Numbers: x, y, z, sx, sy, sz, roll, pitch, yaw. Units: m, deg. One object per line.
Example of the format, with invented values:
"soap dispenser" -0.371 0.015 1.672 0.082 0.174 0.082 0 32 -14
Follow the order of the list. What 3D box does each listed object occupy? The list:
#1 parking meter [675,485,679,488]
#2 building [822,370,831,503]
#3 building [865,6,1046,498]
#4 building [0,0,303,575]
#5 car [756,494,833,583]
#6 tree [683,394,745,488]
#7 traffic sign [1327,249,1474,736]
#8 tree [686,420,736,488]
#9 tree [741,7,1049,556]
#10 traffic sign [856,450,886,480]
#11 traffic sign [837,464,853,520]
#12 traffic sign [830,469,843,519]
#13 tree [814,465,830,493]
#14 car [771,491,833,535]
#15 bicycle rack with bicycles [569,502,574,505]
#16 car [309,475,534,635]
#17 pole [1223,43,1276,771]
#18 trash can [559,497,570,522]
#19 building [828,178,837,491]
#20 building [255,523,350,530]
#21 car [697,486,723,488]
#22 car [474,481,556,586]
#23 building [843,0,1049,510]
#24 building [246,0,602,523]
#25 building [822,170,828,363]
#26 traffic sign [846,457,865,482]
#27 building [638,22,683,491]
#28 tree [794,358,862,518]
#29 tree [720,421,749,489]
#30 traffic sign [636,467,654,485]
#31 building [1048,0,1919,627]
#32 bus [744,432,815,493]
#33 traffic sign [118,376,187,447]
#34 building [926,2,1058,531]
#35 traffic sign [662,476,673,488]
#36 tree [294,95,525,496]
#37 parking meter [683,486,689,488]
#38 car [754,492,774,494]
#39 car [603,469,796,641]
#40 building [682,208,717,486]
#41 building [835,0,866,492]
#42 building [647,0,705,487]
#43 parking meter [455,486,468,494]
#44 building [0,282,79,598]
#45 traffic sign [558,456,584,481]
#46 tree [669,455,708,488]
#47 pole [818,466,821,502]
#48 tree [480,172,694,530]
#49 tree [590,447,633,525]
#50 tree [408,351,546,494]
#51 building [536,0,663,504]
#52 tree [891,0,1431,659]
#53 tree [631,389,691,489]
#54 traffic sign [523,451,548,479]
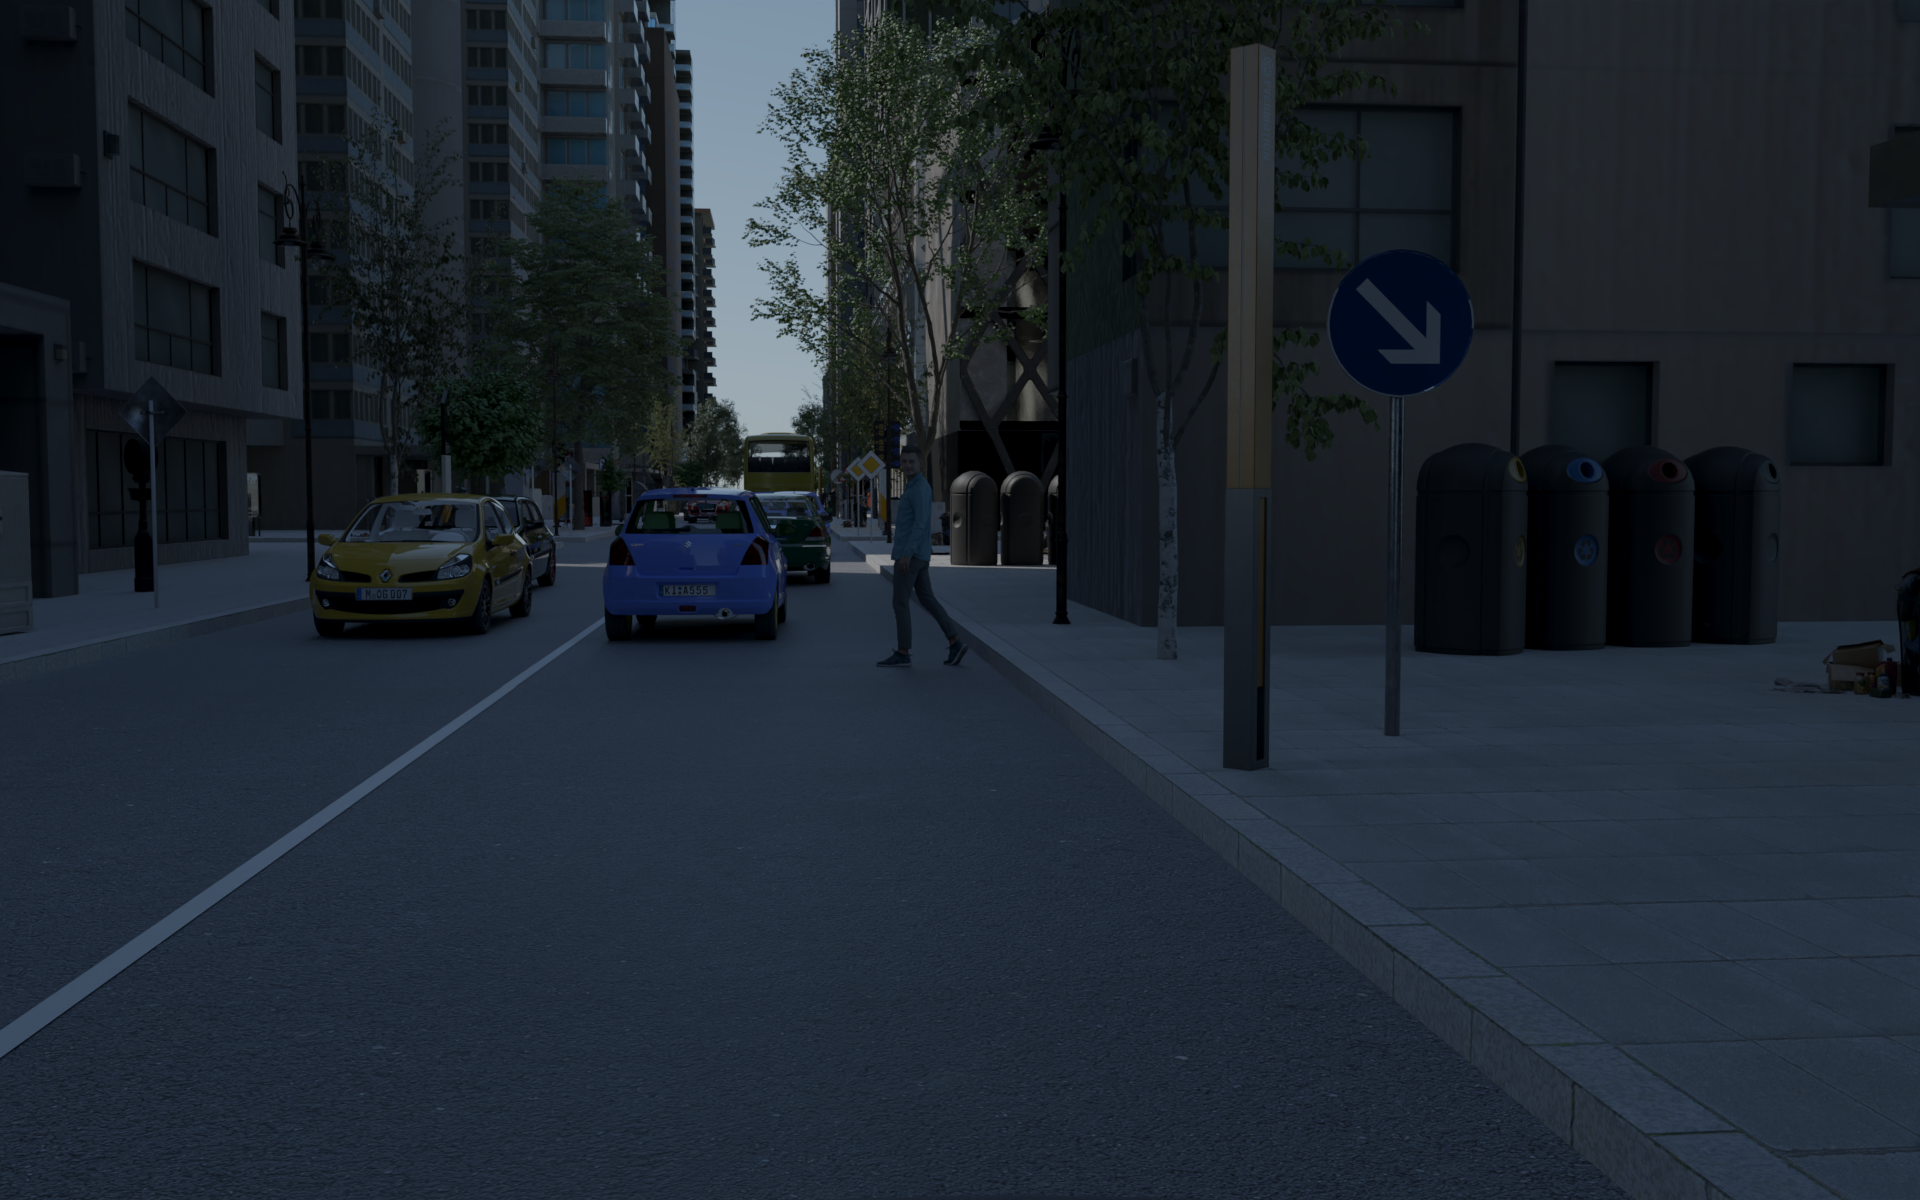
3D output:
"parking meter" -17.327 -6.135 106.022 0.255 1.863 0.399 0 4 -7
"building" -5.493 -24.618 247.540 27.650 21.520 28.899 0 4 -6
"building" 3.659 -20.221 107.026 17.030 29.872 44.131 0 4 -6
"building" -20.532 -15.900 31.662 14.107 30.474 14.160 0 4 -6
"car" -3.169 -1.061 29.151 2.131 1.459 4.920 0 4 -8
"tree" -27.974 -17.272 199.409 9.611 12.733 9.660 0 3 0
"traffic sign" 2.298 -0.552 9.134 0.768 2.556 0.104 0 4 0
"tree" -25.163 -13.859 176.960 4.360 8.622 3.978 0 3 0
"tree" -0.715 -6.765 36.367 9.928 11.665 9.643 0 3 0
"traffic sign" -2.322 -2.663 45.724 0.795 2.593 0.064 0 4 -6
"traffic sign" -4.908 -4.626 75.645 0.884 2.594 0.081 0 4 -1
"traffic sign" -6.242 -5.404 88.466 0.768 2.556 0.104 0 4 -2
"tree" -16.362 -13.001 196.281 4.285 4.588 4.351 0 3 0
"car" -4.033 -1.985 42.053 1.945 1.707 3.694 0 4 -6
"bicycle rack with bicycles" -25.550 -6.388 117.831 2.925 0.926 2.852 -1 4 -21
"car" -5.775 -0.526 18.821 2.015 1.641 3.980 0 4 -5
"pole" 1.341 -0.867 8.023 0.158 3.312 0.155 0 3 0
"trash can" -18.114 -4.114 78.921 0.748 1.137 0.748 0 3 0
"building" -9.987 -35.146 224.740 14.600 45.320 14.200 0 4 -6
"building" -34.401 -22.815 64.899 32.217 40.220 23.993 0 4 -6
"car" -12.409 -4.726 85.944 2.281 1.827 5.304 0 4 -6
"car" -7.091 -0.969 25.635 2.009 1.686 4.222 0 4 -5
"building" -0.405 -44.215 161.159 20.563 71.187 20.611 0 4 -6
"building" -36.894 -24.762 96.744 32.217 40.220 23.993 0 4 -6
"building" -7.479 -41.923 274.674 28.713 52.752 27.495 0 4 -6
"traffic sign" -3.128 -3.149 53.668 0.795 2.593 0.064 0 4 -6
"building" -34.275 -31.422 163.862 14.600 45.320 14.200 0 4 -6
"tree" -6.473 -8.671 92.125 4.360 8.622 3.978 0 3 0
"tree" -36.514 -22.883 284.507 12.009 13.543 11.850 0 3 0
"traffic sign" -15.212 -5.107 83.504 0.884 2.594 0.081 0 4 -4
"building" 8.044 -20.756 22.957 14.154 41.232 14.086 0 4 -6
"bus" -7.093 -4.679 68.044 2.896 3.916 12.252 0 4 -6
"traffic sign" -9.053 -1.205 19.434 0.795 2.593 0.064 0 4 3
"building" 7.724 -12.093 65.165 16.811 18.784 16.820 0 4 -6
"traffic sign" -16.459 -5.837 97.561 0.606 2.300 0.079 0 4 1
"tree" -10.660 -5.065 33.181 4.360 8.622 3.978 0 3 0
"parking meter" -19.028 -6.992 120.035 0.399 1.863 0.255 -2 4 -28
"car" -6.113 -2.788 55.174 1.945 1.707 3.694 0 4 -4
"car" -2.712 -0.531 18.275 1.945 1.707 3.694 0 4 -4
"building" -47.487 -36.825 256.706 22.147 44.769 28.867 0 4 -6
"building" -2.846 -39.428 186.649 21.231 58.520 28.212 0 4 -6
"building" -44.535 -55.843 225.699 22.319 86.520 31.000 0 4 -6
"parking meter" -15.734 -2.831 54.697 0.372 1.533 0.369 0 3 0
"building" -20.945 -35.240 14.421 20.563 71.187 20.611 0 4 -6
"traffic sign" -11.880 -3.096 52.804 0.795 2.593 0.064 0 4 -6
"tree" -23.087 -10.014 147.437 4.285 4.588 4.351 0 3 0
"pole" -10.249 -8.119 126.587 0.158 3.312 0.155 0 3 0
"tree" -13.223 -8.781 61.692 7.486 12.596 7.792 0 3 0
"tree" -14.435 -4.724 71.844 1.663 3.219 1.824 0 3 0
"tree" -11.082 -3.445 40.033 4.285 4.588 4.351 0 3 0
"building" -36.932 -31.886 140.946 23.786 49.044 30.456 0 4 -6
"tree" 1.561 -3.831 13.007 4.737 8.622 4.395 0 3 0
"tree" -19.513 -10.008 113.990 4.737 8.622 4.395 0 3 0
"traffic sign" -11.073 -2.610 44.859 0.795 2.593 0.064 0 4 -6
